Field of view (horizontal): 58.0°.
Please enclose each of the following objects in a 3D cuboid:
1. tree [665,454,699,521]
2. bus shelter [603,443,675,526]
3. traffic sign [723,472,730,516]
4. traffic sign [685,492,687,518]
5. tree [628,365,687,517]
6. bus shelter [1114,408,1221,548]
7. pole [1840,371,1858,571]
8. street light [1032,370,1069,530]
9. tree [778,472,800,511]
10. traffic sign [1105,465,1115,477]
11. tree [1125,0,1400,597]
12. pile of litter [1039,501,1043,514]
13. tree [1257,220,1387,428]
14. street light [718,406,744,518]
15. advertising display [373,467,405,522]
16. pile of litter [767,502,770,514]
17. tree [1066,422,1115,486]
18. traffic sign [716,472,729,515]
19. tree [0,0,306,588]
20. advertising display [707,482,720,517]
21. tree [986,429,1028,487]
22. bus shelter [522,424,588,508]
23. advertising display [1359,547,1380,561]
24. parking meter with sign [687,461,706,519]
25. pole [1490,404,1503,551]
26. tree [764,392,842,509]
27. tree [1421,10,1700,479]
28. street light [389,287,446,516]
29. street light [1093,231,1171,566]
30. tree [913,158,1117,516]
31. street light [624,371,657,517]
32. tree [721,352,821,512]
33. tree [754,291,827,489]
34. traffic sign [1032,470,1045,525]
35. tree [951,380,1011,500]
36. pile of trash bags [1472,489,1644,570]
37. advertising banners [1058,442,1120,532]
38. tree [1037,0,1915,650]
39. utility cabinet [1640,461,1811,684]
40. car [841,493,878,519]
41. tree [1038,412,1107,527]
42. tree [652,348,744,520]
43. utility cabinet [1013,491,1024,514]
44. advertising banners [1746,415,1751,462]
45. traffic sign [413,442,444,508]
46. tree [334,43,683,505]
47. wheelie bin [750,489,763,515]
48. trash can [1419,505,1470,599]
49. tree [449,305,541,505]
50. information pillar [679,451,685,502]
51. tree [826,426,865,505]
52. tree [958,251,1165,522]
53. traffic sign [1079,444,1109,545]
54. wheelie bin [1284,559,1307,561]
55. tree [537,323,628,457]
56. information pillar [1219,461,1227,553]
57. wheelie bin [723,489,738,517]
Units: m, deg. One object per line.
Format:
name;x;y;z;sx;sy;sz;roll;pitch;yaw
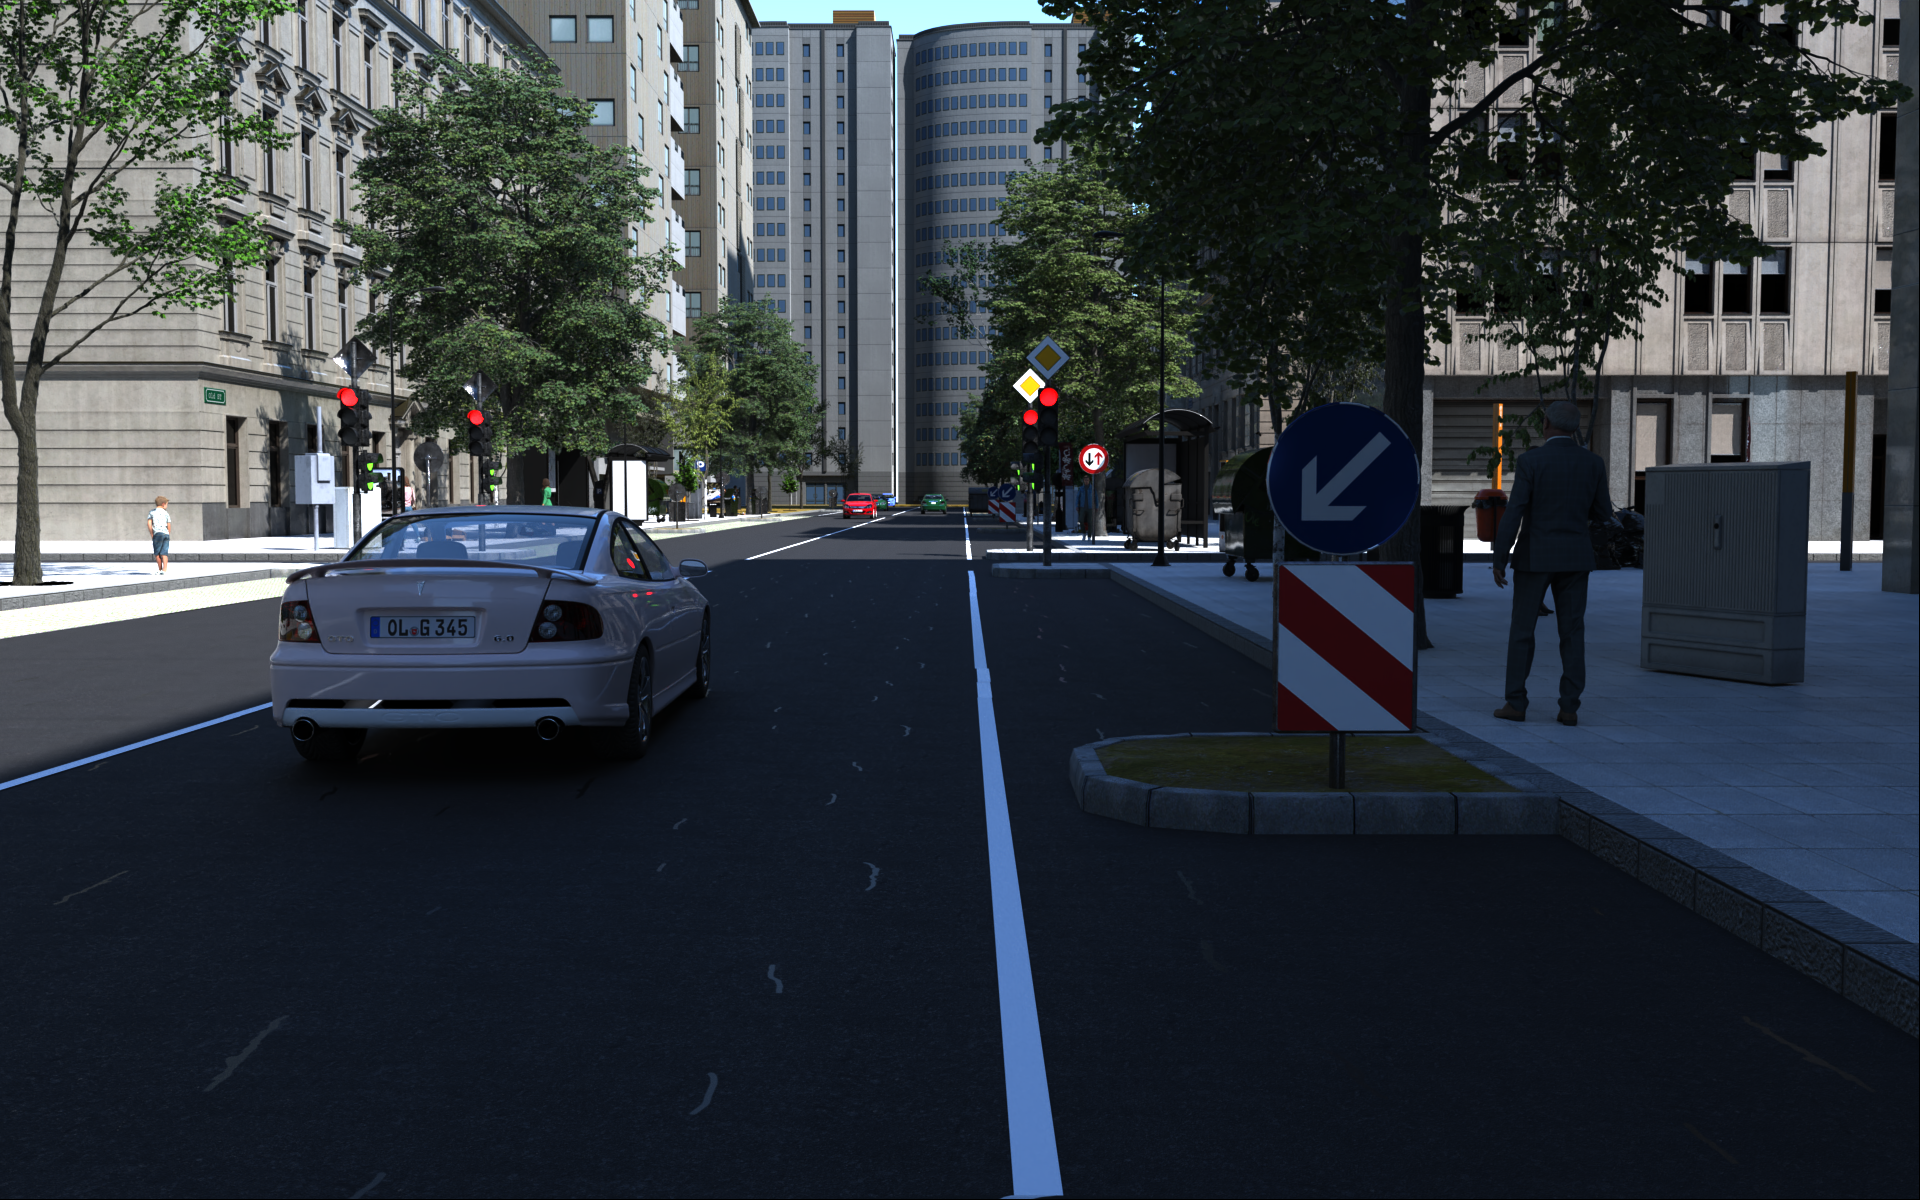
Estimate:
tree;-12.826;-5.343;81.951;1.663;3.219;1.824;0;3;0
bus shelter;-13.272;-4.764;71.819;2.014;3.302;5.546;0;3;0
traffic sign;-13.766;-6.166;100.912;0.768;2.556;0.104;0;4;8
traffic sign;-14.558;-5.622;92.029;0.768;2.556;0.104;0;4;6
tree;-17.487;-8.995;97.426;4.360;8.622;3.978;0;3;0
bus shelter;5.138;-3.040;43.634;2.014;3.302;5.546;0;3;0
pole;14.836;-2.144;28.904;0.158;3.312;0.155;0;3;0
street light;3.154;-5.433;61.369;1.470;5.913;1.316;0;3;0
tree;-13.046;-8.370;131.442;1.663;3.219;1.824;0;3;0
traffic sign;5.205;-3.840;62.519;0.795;2.593;0.064;1;4;9
tree;4.184;-4.331;21.180;4.737;8.622;4.395;0;3;0
pile of litter;5.052;-5.855;109.694;1.719;0.858;1.176;0;4;-7
tree;8.816;-5.526;40.720;4.360;8.622;3.978;0;3;0
street light;-12.138;-7.296;91.828;1.470;5.913;1.316;0;3;0
advertising display;-13.836;-2.236;41.775;0.974;1.923;0.123;1;4;16
pile of litter;-12.907;-6.021;112.400;1.176;0.858;1.719;-1;4;-9
tree;8.752;-9.908;112.363;4.360;8.622;3.978;0;3;0
traffic sign;-13.445;-5.979;97.866;0.768;2.556;0.104;1;4;8
tree;-13.022;-6.000;23.858;9.928;11.665;9.643;0;3;0
advertising display;-13.583;-5.510;95.299;0.974;1.923;0.123;0;4;2
tree;5.050;-12.461;154.103;4.737;8.622;4.395;0;3;0
bus shelter;-14.216;-4.251;60.782;1.731;3.624;6.357;0;4;0
advertising display;7.551;-1.604;31.442;0.123;1.923;0.974;-2;4;-23
parking meter with sign;-13.675;-5.712;89.658;0.543;3.016;1.738;1;4;10
pole;12.137;-2.772;39.170;0.158;3.312;0.155;0;3;0
tree;-13.840;-13.073;148.149;8.767;10.594;7.601;3;4;38
tree;9.355;-4.641;26.241;4.737;8.622;4.395;0;3;0
street light;-12.198;-4.059;38.909;1.470;5.913;1.316;0;3;0
street light;3.041;-3.558;30.715;1.470;5.913;1.316;0;3;0
tree;3.390;-14.978;100.775;12.611;20.169;13.585;0;3;0
street light;-12.126;-5.687;65.528;1.470;5.913;1.316;0;3;0
tree;-13.646;-12.175;124.813;9.928;11.665;9.643;0;3;0
tree;-13.197;-12.313;107.973;9.857;13.997;8.962;0;3;0
traffic sign;3.240;-4.270;71.940;0.606;2.300;0.079;0;4;4
tree;3.813;-17.163;187.275;9.857;13.997;8.962;0;3;0
pile of trash bags;10.629;-1.242;30.056;3.447;1.369;1.912;0;4;1
advertising banners;4.319;-3.786;58.091;2.074;3.025;0.090;0;4;1
tree;3.771;-5.841;13.630;7.486;12.596;7.792;0;3;0
utility cabinet;5.293;-0.206;12.054;0.318;1.500;1.173;-1;4;-23
car;-5.827;-5.612;100.799;2.155;1.783;4.494;0;4;0
tree;4.306;-5.200;68.726;4.285;4.588;4.351;0;3;0
tree;-12.970;-8.322;86.424;4.737;8.622;4.395;0;3;0
utility cabinet;3.971;-6.292;111.547;1.173;1.500;0.318;2;4;26
advertising banners;17.769;-2.635;39.264;0.090;3.025;2.074;1;4;20
traffic sign;-12.959;-2.577;42.240;0.768;2.556;0.104;0;4;6
tree;-12.724;-8.748;49.687;9.857;13.997;8.962;0;3;0
wheelie bin;-12.531;-6.060;106.991;0.980;1.594;0.693;0;4;5
trash can;5.916;-0.598;21.435;0.748;1.137;0.748;0;3;0
tree;-17.541;-7.029;65.293;4.737;8.622;4.395;0;3;0
information pillar;-15.148;-6.305;94.435;0.183;3.616;0.504;1;4;23
tree;-12.378;-14.488;187.237;4.360;8.622;3.978;0;3;0
tree;4.706;-9.953;79.747;9.611;12.733;9.660;0;3;0
traffic sign;3.393;-2.681;43.938;0.768;2.556;0.104;0;4;4
wheelie bin;5.805;-1.347;29.927;0.693;1.594;0.980;2;4;24
tree;-16.607;-7.504;73.061;4.360;8.622;3.978;0;3;0
information pillar;5.906;-2.054;38.077;0.304;2.012;0.304;-1;4;-20
wheelie bin;-13.042;-5.555;98.724;0.980;1.594;0.693;3;5;41
